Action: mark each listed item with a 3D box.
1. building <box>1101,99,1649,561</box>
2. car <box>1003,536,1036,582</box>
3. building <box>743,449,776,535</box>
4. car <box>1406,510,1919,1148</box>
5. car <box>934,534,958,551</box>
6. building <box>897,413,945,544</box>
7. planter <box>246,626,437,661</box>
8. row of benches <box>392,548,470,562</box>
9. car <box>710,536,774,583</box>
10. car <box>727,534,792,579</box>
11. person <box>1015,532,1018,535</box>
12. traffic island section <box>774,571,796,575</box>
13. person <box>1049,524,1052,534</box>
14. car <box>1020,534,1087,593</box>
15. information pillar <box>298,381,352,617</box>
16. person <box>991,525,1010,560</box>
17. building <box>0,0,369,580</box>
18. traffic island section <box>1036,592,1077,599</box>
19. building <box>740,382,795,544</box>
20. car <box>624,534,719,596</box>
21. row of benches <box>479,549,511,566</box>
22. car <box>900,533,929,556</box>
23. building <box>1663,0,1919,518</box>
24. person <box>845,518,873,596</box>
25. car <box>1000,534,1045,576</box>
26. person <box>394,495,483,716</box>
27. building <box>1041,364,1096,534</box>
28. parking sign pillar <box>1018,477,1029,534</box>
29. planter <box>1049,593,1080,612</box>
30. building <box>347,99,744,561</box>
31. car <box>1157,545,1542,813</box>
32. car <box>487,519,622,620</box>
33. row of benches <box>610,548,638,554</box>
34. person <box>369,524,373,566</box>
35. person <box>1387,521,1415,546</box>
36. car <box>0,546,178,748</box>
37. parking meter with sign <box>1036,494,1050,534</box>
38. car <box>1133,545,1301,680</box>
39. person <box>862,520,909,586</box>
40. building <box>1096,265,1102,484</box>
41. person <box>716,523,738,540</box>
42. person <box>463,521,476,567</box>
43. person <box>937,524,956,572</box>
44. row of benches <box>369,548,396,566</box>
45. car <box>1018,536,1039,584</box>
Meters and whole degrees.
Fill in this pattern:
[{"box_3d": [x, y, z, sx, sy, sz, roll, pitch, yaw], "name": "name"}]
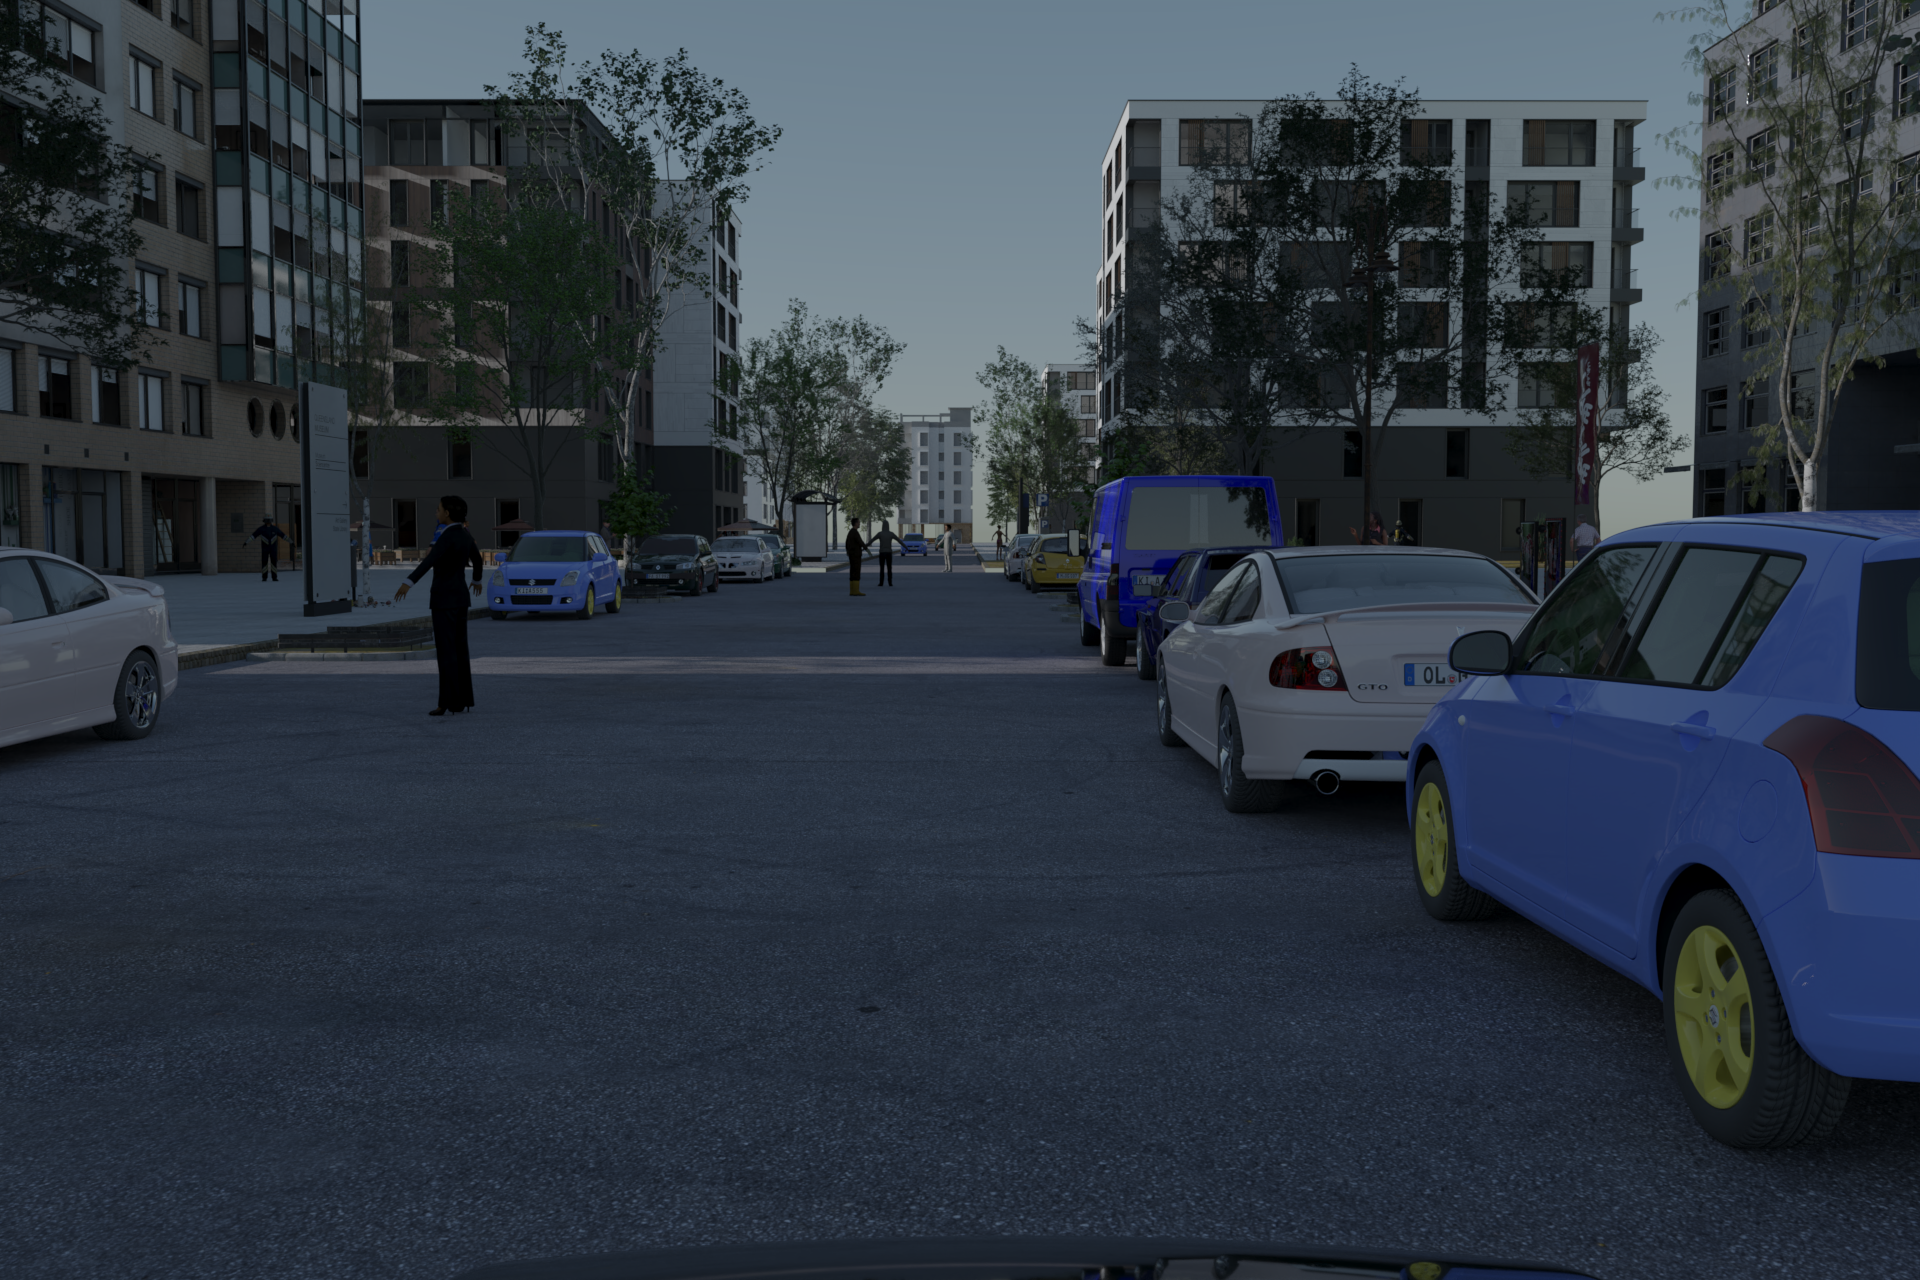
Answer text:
[{"box_3d": [21.737, -15.548, 98.192, 27.936, 21.610, 32.646, 0, 4, 0], "name": "building"}, {"box_3d": [2.380, -2.514, 53.470, 2.083, 1.381, 4.827, 0, 4, 0], "name": "car"}, {"box_3d": [-24.147, -14.843, 184.836, 9.099, 9.664, 28.070, 0, 4, -1], "name": "building"}, {"box_3d": [2.585, 0.260, 5.347, 1.945, 1.707, 3.694, 0, 4, -1], "name": "car"}, {"box_3d": [-1.221, -8.379, 148.793, 2.131, 1.459, 4.920, 0, 3, 0], "name": "car"}, {"box_3d": [-9.254, -24.700, 262.715, 11.380, 20.090, 16.016, 0, 4, 6], "name": "building"}, {"box_3d": [-7.055, 0.041, 20.470, 1.991, 0.319, 1.994, 0, 4, 0], "name": "planter"}, {"box_3d": [-24.458, -3.944, 79.947, 1.422, 0.672, 4.104, 2, 4, 33], "name": "row of benches"}, {"box_3d": [-6.658, -2.418, 51.899, 2.083, 1.381, 4.827, 0, 3, 0], "name": "car"}, {"box_3d": [-6.592, -2.763, 56.974, 2.131, 1.459, 4.920, 0, 3, 0], "name": "car"}, {"box_3d": [3.652, -5.806, 100.701, 1.354, 1.858, 0.705, -2, 4, -30], "name": "person"}, {"box_3d": [-6.873, -2.382, 61.806, 1.991, 0.108, 1.994, 0, 4, 0], "name": "traffic island section"}, {"box_3d": [4.723, -5.208, 91.344, 0.705, 1.806, 1.347, 1, 4, 16], "name": "person"}, {"box_3d": [2.535, -2.019, 43.227, 2.015, 1.641, 3.980, 0, 4, -1], "name": "car"}, {"box_3d": [-10.078, -2.215, 27.528, 0.184, 3.620, 1.656, 0, 4, 0], "name": "information pillar"}, {"box_3d": [1.994, -4.803, 85.336, 1.217, 1.733, 0.721, 3, 5, 43], "name": "person"}, {"box_3d": [-32.706, -14.459, 42.971, 21.656, 26.213, 47.522, 0, 4, 1], "name": "building"}, {"box_3d": [2.729, -0.994, 39.120, 1.991, 0.108, 1.994, 0, 4, 0], "name": "traffic island section"}, {"box_3d": [-26.970, -22.019, 216.436, 16.016, 20.090, 11.380, 0, 4, 1], "name": "building"}, {"box_3d": [-6.824, -1.922, 41.204, 2.009, 1.686, 4.222, 0, 4, 0], "name": "car"}, {"box_3d": [-19.056, -3.391, 70.909, 1.422, 0.672, 4.104, -2, 4, -28], "name": "row of benches"}, {"box_3d": [-2.987, -6.310, 112.754, 1.945, 1.707, 3.694, 0, 3, 0], "name": "car"}, {"box_3d": [28.707, -13.843, 44.743, 11.959, 24.771, 22.079, 0, 4, 0], "name": "building"}, {"box_3d": [-2.397, -1.930, 40.147, 0.704, 1.812, 1.346, -2, 4, -27], "name": "person"}, {"box_3d": [2.443, -2.852, 58.431, 2.131, 1.459, 4.920, 0, 4, -1], "name": "car"}, {"box_3d": [-4.115, -0.281, 13.779, 0.721, 1.740, 1.216, 1, 4, 14], "name": "person"}, {"box_3d": [24.343, -23.273, 224.494, 27.936, 21.610, 32.646, 0, 4, 0], "name": "building"}, {"box_3d": [3.026, -5.769, 82.788, 1.447, 3.967, 1.447, 0, 4, -2], "name": "parking sign pillar"}, {"box_3d": [2.703, -0.709, 32.734, 1.991, 0.319, 1.994, 0, 4, -1], "name": "planter"}, {"box_3d": [-28.269, -15.538, 98.021, 27.936, 21.610, 32.646, 0, 3, 0], "name": "building"}, {"box_3d": [2.284, 0.128, 10.272, 2.083, 1.381, 4.827, 0, 3, 0], "name": "car"}, {"box_3d": [-7.009, -1.254, 30.091, 1.945, 1.707, 3.694, 0, 4, 0], "name": "car"}, {"box_3d": [-15.684, -3.799, 77.572, 1.422, 0.672, 4.104, 2, 4, 29], "name": "row of benches"}, {"box_3d": [-23.551, -3.835, 68.830, 0.704, 1.817, 1.347, -2, 4, -23], "name": "person"}, {"box_3d": [18.810, -4.187, 74.231, 1.354, 1.856, 0.705, 2, 4, 31], "name": "person"}, {"box_3d": [-6.624, 0.098, 10.752, 2.083, 1.381, 4.827, 0, 3, 0], "name": "car"}, {"box_3d": [3.565, -4.750, 73.926, 0.543, 3.016, 1.738, 0, 4, -1], "name": "parking meter with sign"}, {"box_3d": [2.605, -0.201, 15.866, 1.945, 1.354, 3.894, 0, 4, 0], "name": "car"}, {"box_3d": [-2.041, -2.378, 47.467, 1.348, 1.813, 0.705, -1, 4, -9], "name": "person"}, {"box_3d": [24.665, -18.048, 139.064, 27.936, 21.610, 32.646, 0, 3, 0], "name": "building"}, {"box_3d": [-11.593, -4.926, 86.691, 1.345, 1.843, 0.704, -1, 4, -19], "name": "person"}, {"box_3d": [-19.041, -3.711, 66.895, 0.704, 1.802, 1.346, 0, 4, 7], "name": "person"}, {"box_3d": [-0.464, -3.461, 65.238, 0.705, 1.806, 1.347, -2, 4, -30], "name": "person"}, {"box_3d": [-24.069, -3.463, 72.076, 1.422, 0.672, 4.104, -2, 4, -26], "name": "row of benches"}, {"box_3d": [2.649, -2.201, 47.995, 2.014, 1.417, 4.499, 0, 4, -1], "name": "car"}]
